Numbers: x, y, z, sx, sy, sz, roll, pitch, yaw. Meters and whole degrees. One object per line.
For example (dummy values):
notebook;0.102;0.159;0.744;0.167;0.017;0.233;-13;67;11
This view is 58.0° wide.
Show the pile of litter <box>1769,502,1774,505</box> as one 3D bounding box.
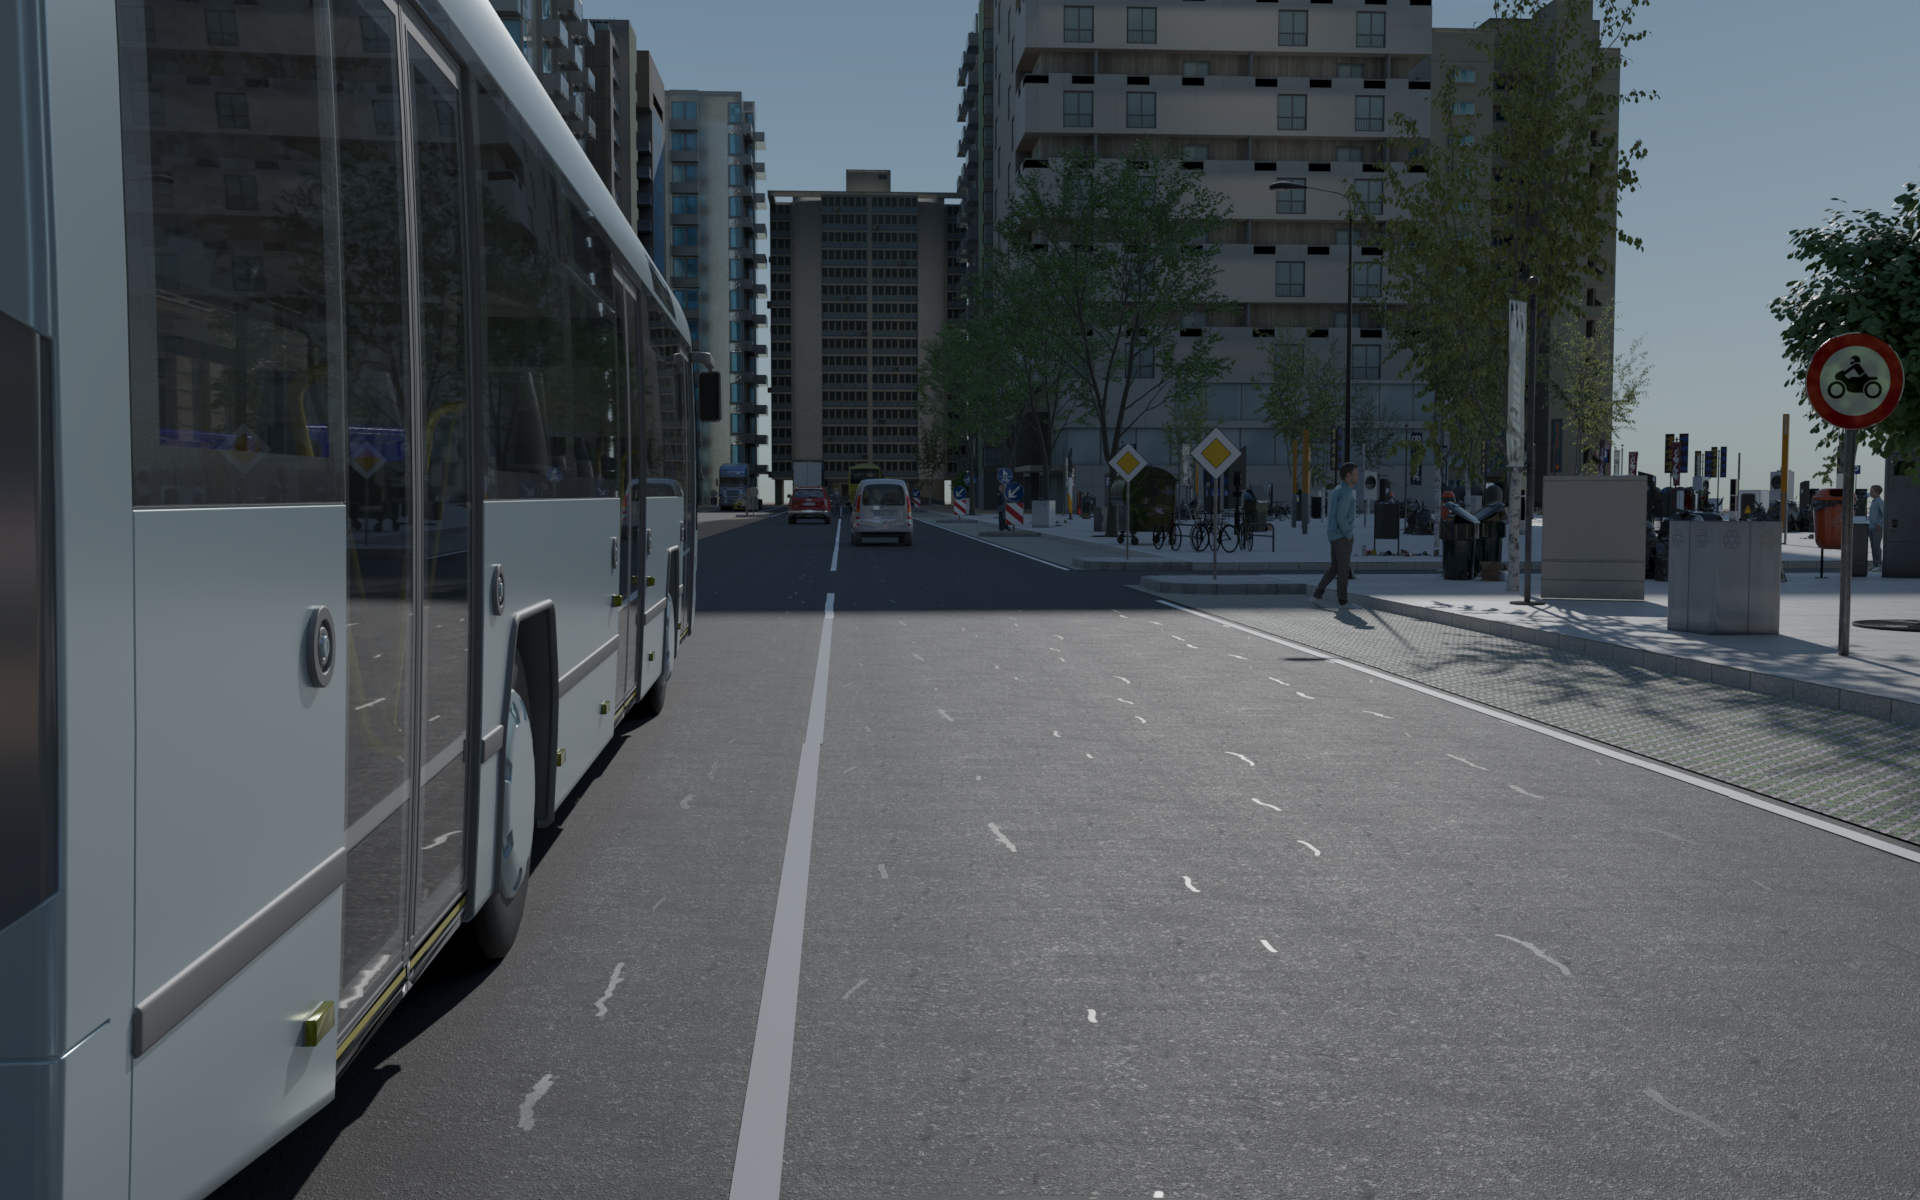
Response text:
pile of litter;45.651;-5.057;96.643;1.176;0.858;1.719;1;4;13

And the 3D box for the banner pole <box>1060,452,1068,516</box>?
banner pole;6.302;-6.882;102.543;0.863;3.779;0.401;-3;5;-40

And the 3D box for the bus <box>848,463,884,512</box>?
bus;-7.508;-8.999;138.680;2.896;3.916;12.252;0;4;-2

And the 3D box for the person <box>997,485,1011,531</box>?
person;1.568;-3.286;62.647;0.534;1.772;0.576;-1;4;-13

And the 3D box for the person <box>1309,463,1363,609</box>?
person;4.688;-0.798;21.568;0.620;1.820;0.660;0;4;-4

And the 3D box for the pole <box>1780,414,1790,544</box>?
pole;20.986;-3.072;44.074;0.158;3.312;0.155;0;3;0

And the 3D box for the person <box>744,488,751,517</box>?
person;-12.900;-5.921;105.589;0.573;1.790;0.520;-3;5;-43

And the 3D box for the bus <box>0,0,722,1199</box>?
bus;-2.884;-0.825;8.341;2.948;3.499;13.247;0;4;-5

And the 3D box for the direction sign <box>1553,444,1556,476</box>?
direction sign;27.185;-5.338;79.266;0.379;3.537;0.876;1;4;13

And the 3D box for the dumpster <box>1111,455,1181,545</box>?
dumpster;4.711;-2.536;43.953;1.502;2.255;1.985;0;4;-4

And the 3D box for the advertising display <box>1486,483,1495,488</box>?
advertising display;29.720;-5.631;97.276;0.974;1.923;0.123;-3;5;-44

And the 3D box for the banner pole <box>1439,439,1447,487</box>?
banner pole;21.843;-5.405;78.387;0.401;3.779;0.863;-1;4;-12

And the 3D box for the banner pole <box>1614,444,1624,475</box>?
banner pole;32.967;-5.914;86.706;0.863;3.779;0.401;-2;4;-30

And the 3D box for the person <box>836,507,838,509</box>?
person;-12.110;-9.747;168.394;0.750;1.759;0.617;3;5;43

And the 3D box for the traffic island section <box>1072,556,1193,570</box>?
traffic island section;3.303;-0.714;33.961;2.009;0.180;2.903;0;4;-4

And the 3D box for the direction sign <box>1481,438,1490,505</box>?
direction sign;21.268;-4.779;70.132;0.379;3.537;0.876;3;4;38

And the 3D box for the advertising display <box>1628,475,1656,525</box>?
advertising display;23.375;-3.320;59.491;0.974;1.923;0.123;1;4;21

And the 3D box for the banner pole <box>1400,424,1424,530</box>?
banner pole;16.098;-4.383;61.681;0.863;3.779;0.401;-1;4;-15

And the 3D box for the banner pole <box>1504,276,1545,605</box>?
banner pole;6.441;-1.825;19.859;0.401;3.779;0.863;3;5;42

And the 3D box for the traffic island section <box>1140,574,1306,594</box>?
traffic island section;3.841;-0.227;25.994;2.009;0.180;2.903;0;4;-4

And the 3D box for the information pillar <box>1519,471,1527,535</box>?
information pillar;17.582;-3.056;54.456;0.304;2.012;0.304;-2;4;-35

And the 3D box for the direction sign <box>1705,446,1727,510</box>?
direction sign;36.152;-5.540;82.582;0.379;3.537;0.876;-2;4;-27

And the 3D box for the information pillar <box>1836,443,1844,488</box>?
information pillar;35.673;-4.808;69.959;0.504;3.616;0.183;1;4;9

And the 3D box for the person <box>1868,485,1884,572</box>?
person;16.973;-1.333;32.098;0.330;1.601;0.589;1;4;14

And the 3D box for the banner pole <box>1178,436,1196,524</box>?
banner pole;9.706;-5.219;75.351;0.863;3.779;0.401;-3;4;-36

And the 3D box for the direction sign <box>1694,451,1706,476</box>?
direction sign;38.810;-6.028;90.552;0.876;3.537;0.379;0;4;-3

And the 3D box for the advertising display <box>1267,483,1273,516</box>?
advertising display;18.293;-5.934;102.242;0.123;1.923;0.974;0;4;-4

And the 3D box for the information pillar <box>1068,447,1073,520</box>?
information pillar;5.513;-5.832;86.706;0.183;3.616;0.504;1;4;20

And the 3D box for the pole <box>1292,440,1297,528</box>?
pole;12.739;-4.410;65.954;0.158;3.312;0.155;0;3;0

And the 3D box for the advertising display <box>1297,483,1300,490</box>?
advertising display;18.904;-5.611;96.957;0.123;1.923;0.974;1;4;16

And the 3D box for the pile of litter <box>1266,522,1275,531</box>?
pile of litter;10.592;-2.875;60.978;1.719;0.858;1.176;-3;5;-44

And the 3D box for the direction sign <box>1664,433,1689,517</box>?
direction sign;26.791;-4.454;64.820;0.379;3.537;0.876;-3;5;-44

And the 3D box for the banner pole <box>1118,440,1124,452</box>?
banner pole;7.530;-5.574;81.145;0.401;3.779;0.863;-1;4;-14

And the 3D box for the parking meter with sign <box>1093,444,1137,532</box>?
parking meter with sign;5.300;-3.869;59.511;0.543;3.016;1.738;3;5;45

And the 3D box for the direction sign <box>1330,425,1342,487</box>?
direction sign;12.383;-3.979;57.060;0.379;3.537;0.876;2;4;35

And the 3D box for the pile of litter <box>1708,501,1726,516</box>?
pile of litter;44.890;-5.449;103.058;1.176;0.858;1.719;0;4;6

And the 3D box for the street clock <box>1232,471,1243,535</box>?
street clock;8.725;-3.053;54.488;0.358;2.002;0.471;1;4;13

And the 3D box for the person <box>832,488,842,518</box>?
person;-7.413;-5.867;104.601;0.661;1.801;0.590;-2;4;-28

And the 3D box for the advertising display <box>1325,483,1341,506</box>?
advertising display;22.352;-6.014;103.549;0.974;1.923;0.123;1;4;18

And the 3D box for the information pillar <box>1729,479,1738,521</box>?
information pillar;37.199;-4.818;83.272;0.304;2.012;0.304;3;4;38

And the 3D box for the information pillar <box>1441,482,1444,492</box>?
information pillar;28.780;-6.030;103.074;0.304;2.012;0.304;2;4;32

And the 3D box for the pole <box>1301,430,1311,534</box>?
pole;11.067;-3.771;55.500;0.158;3.312;0.155;0;3;0

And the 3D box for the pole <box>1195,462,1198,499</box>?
pole;14.796;-6.998;108.255;0.158;3.312;0.155;0;3;0

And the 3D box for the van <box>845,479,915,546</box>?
van;-2.254;-2.583;49.245;2.013;2.044;4.112;0;4;-5

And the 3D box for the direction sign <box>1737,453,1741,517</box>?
direction sign;42.717;-6.301;95.015;0.379;3.537;0.876;2;4;30
